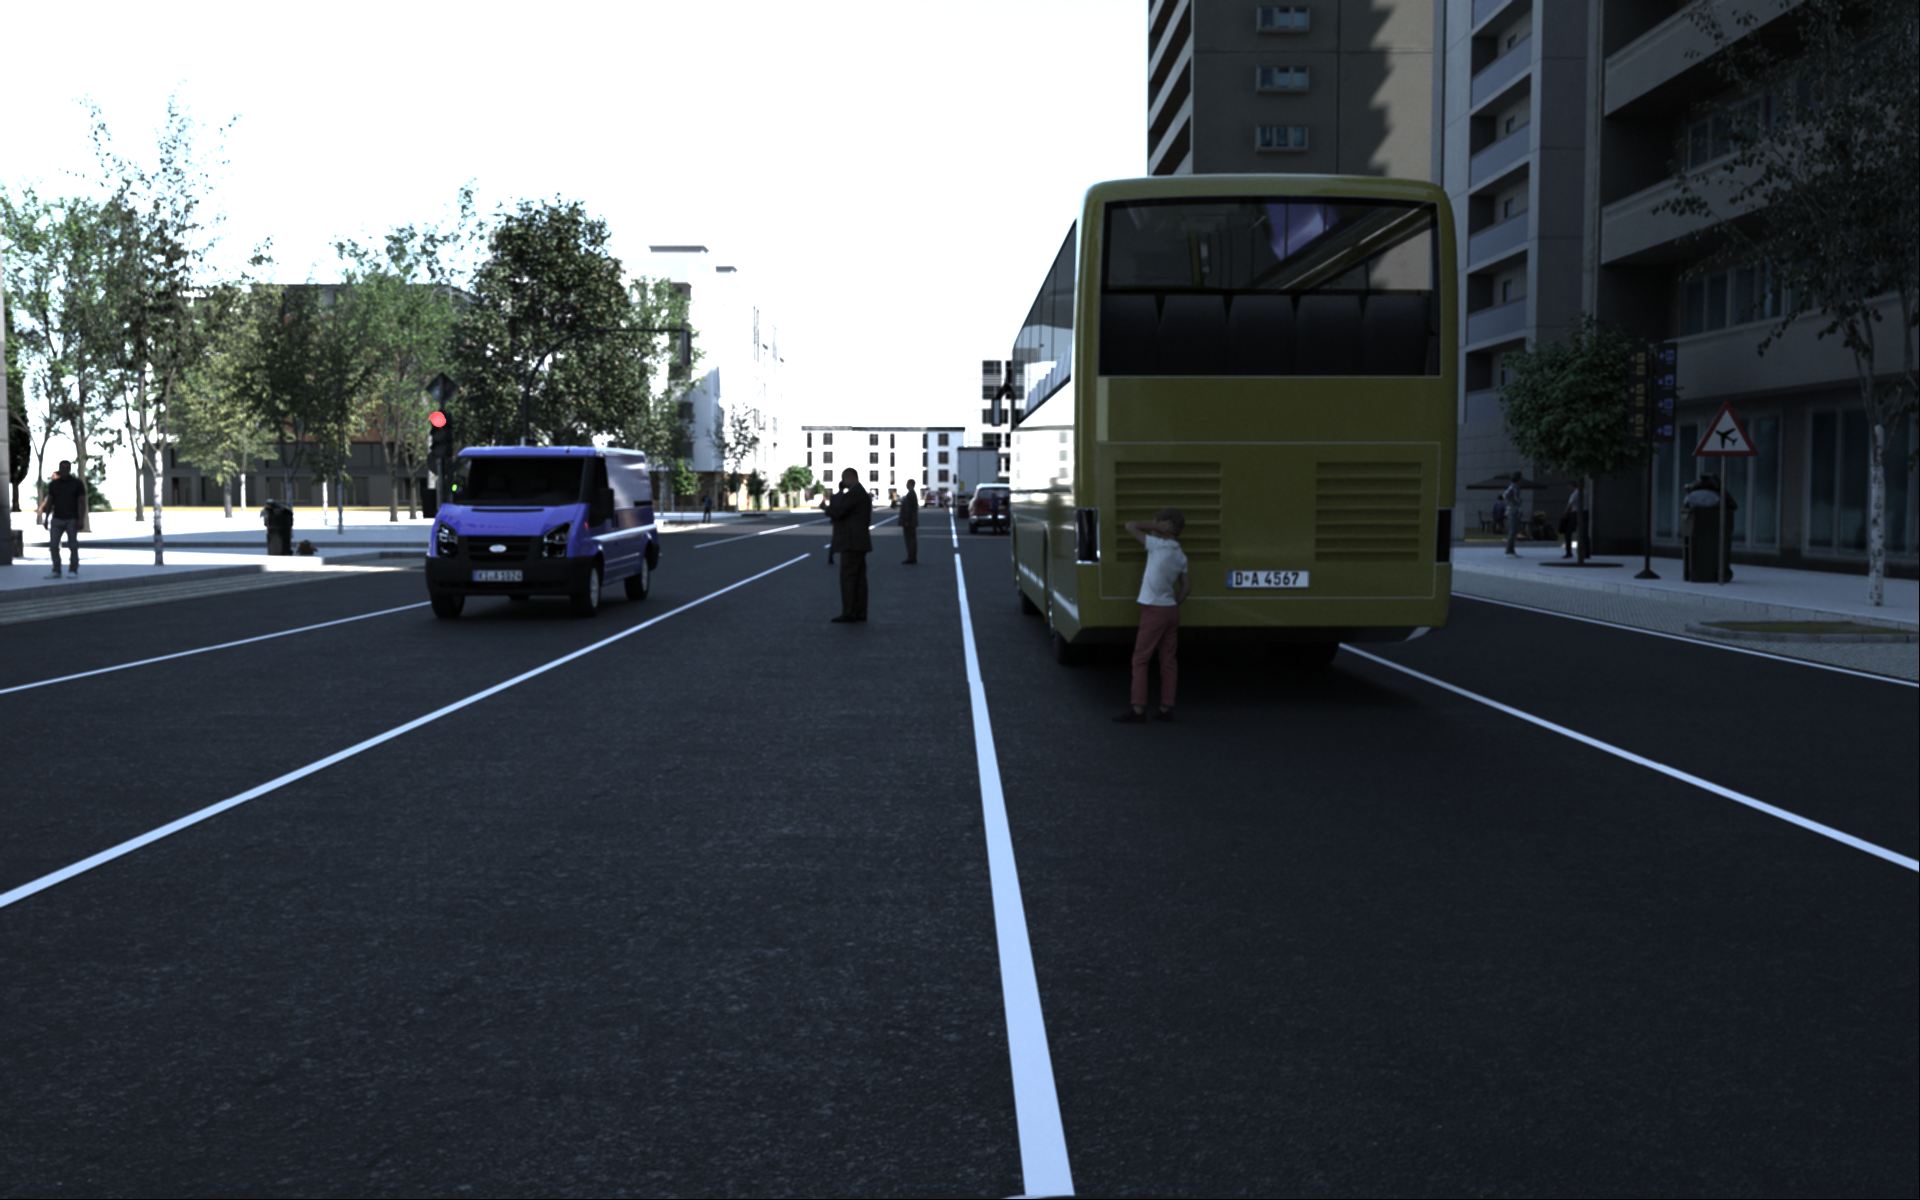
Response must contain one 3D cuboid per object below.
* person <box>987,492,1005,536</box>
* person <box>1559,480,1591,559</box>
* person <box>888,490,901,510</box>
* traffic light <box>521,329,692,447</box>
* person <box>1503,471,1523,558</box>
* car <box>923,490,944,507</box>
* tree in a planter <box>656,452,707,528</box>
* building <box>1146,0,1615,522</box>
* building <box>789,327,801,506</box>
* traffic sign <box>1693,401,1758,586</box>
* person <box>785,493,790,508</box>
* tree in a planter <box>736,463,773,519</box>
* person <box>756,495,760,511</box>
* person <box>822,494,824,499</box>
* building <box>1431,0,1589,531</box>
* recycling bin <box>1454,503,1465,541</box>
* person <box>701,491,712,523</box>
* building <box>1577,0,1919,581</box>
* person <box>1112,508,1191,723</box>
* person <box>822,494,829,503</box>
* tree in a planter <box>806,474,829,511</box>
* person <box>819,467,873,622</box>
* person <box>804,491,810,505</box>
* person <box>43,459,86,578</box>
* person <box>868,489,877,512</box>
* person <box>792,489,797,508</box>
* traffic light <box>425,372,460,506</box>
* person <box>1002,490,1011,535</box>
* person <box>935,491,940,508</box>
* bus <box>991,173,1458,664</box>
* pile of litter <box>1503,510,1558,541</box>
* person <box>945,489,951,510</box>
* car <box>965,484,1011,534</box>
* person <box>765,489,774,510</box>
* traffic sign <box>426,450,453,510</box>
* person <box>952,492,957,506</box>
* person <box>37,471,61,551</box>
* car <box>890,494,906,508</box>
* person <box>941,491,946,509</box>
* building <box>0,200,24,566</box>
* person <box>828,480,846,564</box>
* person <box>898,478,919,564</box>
[{"bbox_3d":[1.187,-2.985,59.998,0.600,1.496,0.574,2,4,35],"label":"person"},{"bbox_3d":[12.237,-1.602,34.455,0.614,1.554,0.590,-3,4,-38],"label":"person"},{"bbox_3d":[-5.832,-8.931,154.612,1.348,1.812,0.705,1,4,14],"label":"person"},{"bbox_3d":[-9.800,-4.470,47.744,4.771,5.953,1.251,0,4,0],"label":"traffic light"},{"bbox_3d":[11.113,-1.715,34.806,0.376,1.734,0.841,2,4,27],"label":"person"},{"bbox_3d":[-2.893,-10.899,186.878,2.281,1.827,5.304,0,4,-2],"label":"car"},{"bbox_3d":[-11.777,-4.650,73.252,1.991,3.239,1.994,0,4,0],"label":"tree in a planter"},{"bbox_3d":[22.518,-29.077,99.117,21.300,48.544,21.600,0,4,0],"label":"building"},{"bbox_3d":[-33.768,-19.686,188.330,31.486,18.905,16.747,0,4,0],"label":"building"},{"bbox_3d":[10.683,-1.482,24.232,0.884,2.594,0.081,0,4,4],"label":"traffic sign"},{"bbox_3d":[-16.299,-9.564,163.148,0.721,1.736,1.217,-2,4,-25],"label":"person"},{"bbox_3d":[-11.948,-6.328,100.680,1.991,3.239,1.994,0,4,0],"label":"tree in a planter"},{"bbox_3d":[-15.847,-7.821,134.440,0.750,1.759,0.617,1,4,9],"label":"person"},{"bbox_3d":[-15.176,-11.276,190.935,0.750,1.759,0.617,2,4,29],"label":"person"},{"bbox_3d":[33.598,-31.818,62.221,28.212,58.520,21.231,0,4,0],"label":"building"},{"bbox_3d":[13.316,-2.131,47.392,0.722,1.027,0.722,-3,4,-38],"label":"recycling bin"},{"bbox_3d":[-12.474,-4.567,85.033,0.647,1.594,0.662,1,4,11],"label":"person"},{"bbox_3d":[23.865,-24.546,25.026,21.300,48.544,21.600,0,4,0],"label":"building"},{"bbox_3d":[1.211,0.091,10.930,0.340,1.345,0.435,3,5,41],"label":"person"},{"bbox_3d":[-12.141,-8.800,155.631,0.557,1.426,1.065,2,4,26],"label":"person"},{"bbox_3d":[-12.274,-9.351,150.113,1.991,3.239,1.994,0,4,0],"label":"tree in a planter"},{"bbox_3d":[-1.278,-0.633,19.544,0.600,1.739,0.565,-1,4,-13],"label":"person"},{"bbox_3d":[-17.496,-11.737,198.496,0.990,1.755,0.434,-3,5,-43],"label":"person"},{"bbox_3d":[-13.665,-1.237,26.402,0.598,1.807,0.434,0,4,6],"label":"person"},{"bbox_3d":[-7.157,-7.981,139.019,0.705,1.821,1.348,3,5,44],"label":"person"},{"bbox_3d":[-14.920,-9.103,155.591,0.721,1.736,1.217,1,4,8],"label":"person"},{"bbox_3d":[-11.839,-3.106,39.711,0.839,4.253,0.868,0,4,0],"label":"traffic light"},{"bbox_3d":[1.724,-3.105,61.138,0.647,1.594,0.662,2,4,25],"label":"person"},{"bbox_3d":[-2.316,-10.289,177.401,0.551,1.740,0.621,3,5,39],"label":"person"},{"bbox_3d":[1.945,-1.582,17.419,2.896,3.916,12.252,0,4,-1],"label":"bus"},{"bbox_3d":[15.709,-2.061,47.659,1.719,0.858,1.176,0,4,-8],"label":"pile of litter"},{"bbox_3d":[-1.104,-8.737,151.217,0.709,1.838,0.599,1,4,16],"label":"person"},{"bbox_3d":[1.347,-3.408,64.399,2.281,1.827,5.304,0,4,0],"label":"car"},{"bbox_3d":[-15.141,-8.019,137.984,0.721,1.723,1.217,2,4,30],"label":"person"},{"bbox_3d":[-14.220,-2.888,47.329,0.768,2.556,0.104,1,4,9],"label":"traffic sign"},{"bbox_3d":[-0.565,-11.911,204.041,0.742,1.727,0.445,1,4,22],"label":"person"},{"bbox_3d":[-20.226,-1.984,38.636,0.875,1.805,0.789,2,4,32],"label":"person"},{"bbox_3d":[-6.278,-10.396,179.764,2.009,1.686,4.222,0,4,1],"label":"car"},{"bbox_3d":[-1.493,-9.440,163.632,0.721,1.735,1.217,-2,4,-25],"label":"person"},{"bbox_3d":[-31.080,-29.537,24.923,28.212,58.520,21.231,0,4,0],"label":"building"},{"bbox_3d":[-2.435,-1.603,35.633,0.541,1.710,0.530,2,4,32],"label":"person"},{"bbox_3d":[-1.070,-1.634,35.762,0.434,1.755,0.990,0,4,7],"label":"person"}]
